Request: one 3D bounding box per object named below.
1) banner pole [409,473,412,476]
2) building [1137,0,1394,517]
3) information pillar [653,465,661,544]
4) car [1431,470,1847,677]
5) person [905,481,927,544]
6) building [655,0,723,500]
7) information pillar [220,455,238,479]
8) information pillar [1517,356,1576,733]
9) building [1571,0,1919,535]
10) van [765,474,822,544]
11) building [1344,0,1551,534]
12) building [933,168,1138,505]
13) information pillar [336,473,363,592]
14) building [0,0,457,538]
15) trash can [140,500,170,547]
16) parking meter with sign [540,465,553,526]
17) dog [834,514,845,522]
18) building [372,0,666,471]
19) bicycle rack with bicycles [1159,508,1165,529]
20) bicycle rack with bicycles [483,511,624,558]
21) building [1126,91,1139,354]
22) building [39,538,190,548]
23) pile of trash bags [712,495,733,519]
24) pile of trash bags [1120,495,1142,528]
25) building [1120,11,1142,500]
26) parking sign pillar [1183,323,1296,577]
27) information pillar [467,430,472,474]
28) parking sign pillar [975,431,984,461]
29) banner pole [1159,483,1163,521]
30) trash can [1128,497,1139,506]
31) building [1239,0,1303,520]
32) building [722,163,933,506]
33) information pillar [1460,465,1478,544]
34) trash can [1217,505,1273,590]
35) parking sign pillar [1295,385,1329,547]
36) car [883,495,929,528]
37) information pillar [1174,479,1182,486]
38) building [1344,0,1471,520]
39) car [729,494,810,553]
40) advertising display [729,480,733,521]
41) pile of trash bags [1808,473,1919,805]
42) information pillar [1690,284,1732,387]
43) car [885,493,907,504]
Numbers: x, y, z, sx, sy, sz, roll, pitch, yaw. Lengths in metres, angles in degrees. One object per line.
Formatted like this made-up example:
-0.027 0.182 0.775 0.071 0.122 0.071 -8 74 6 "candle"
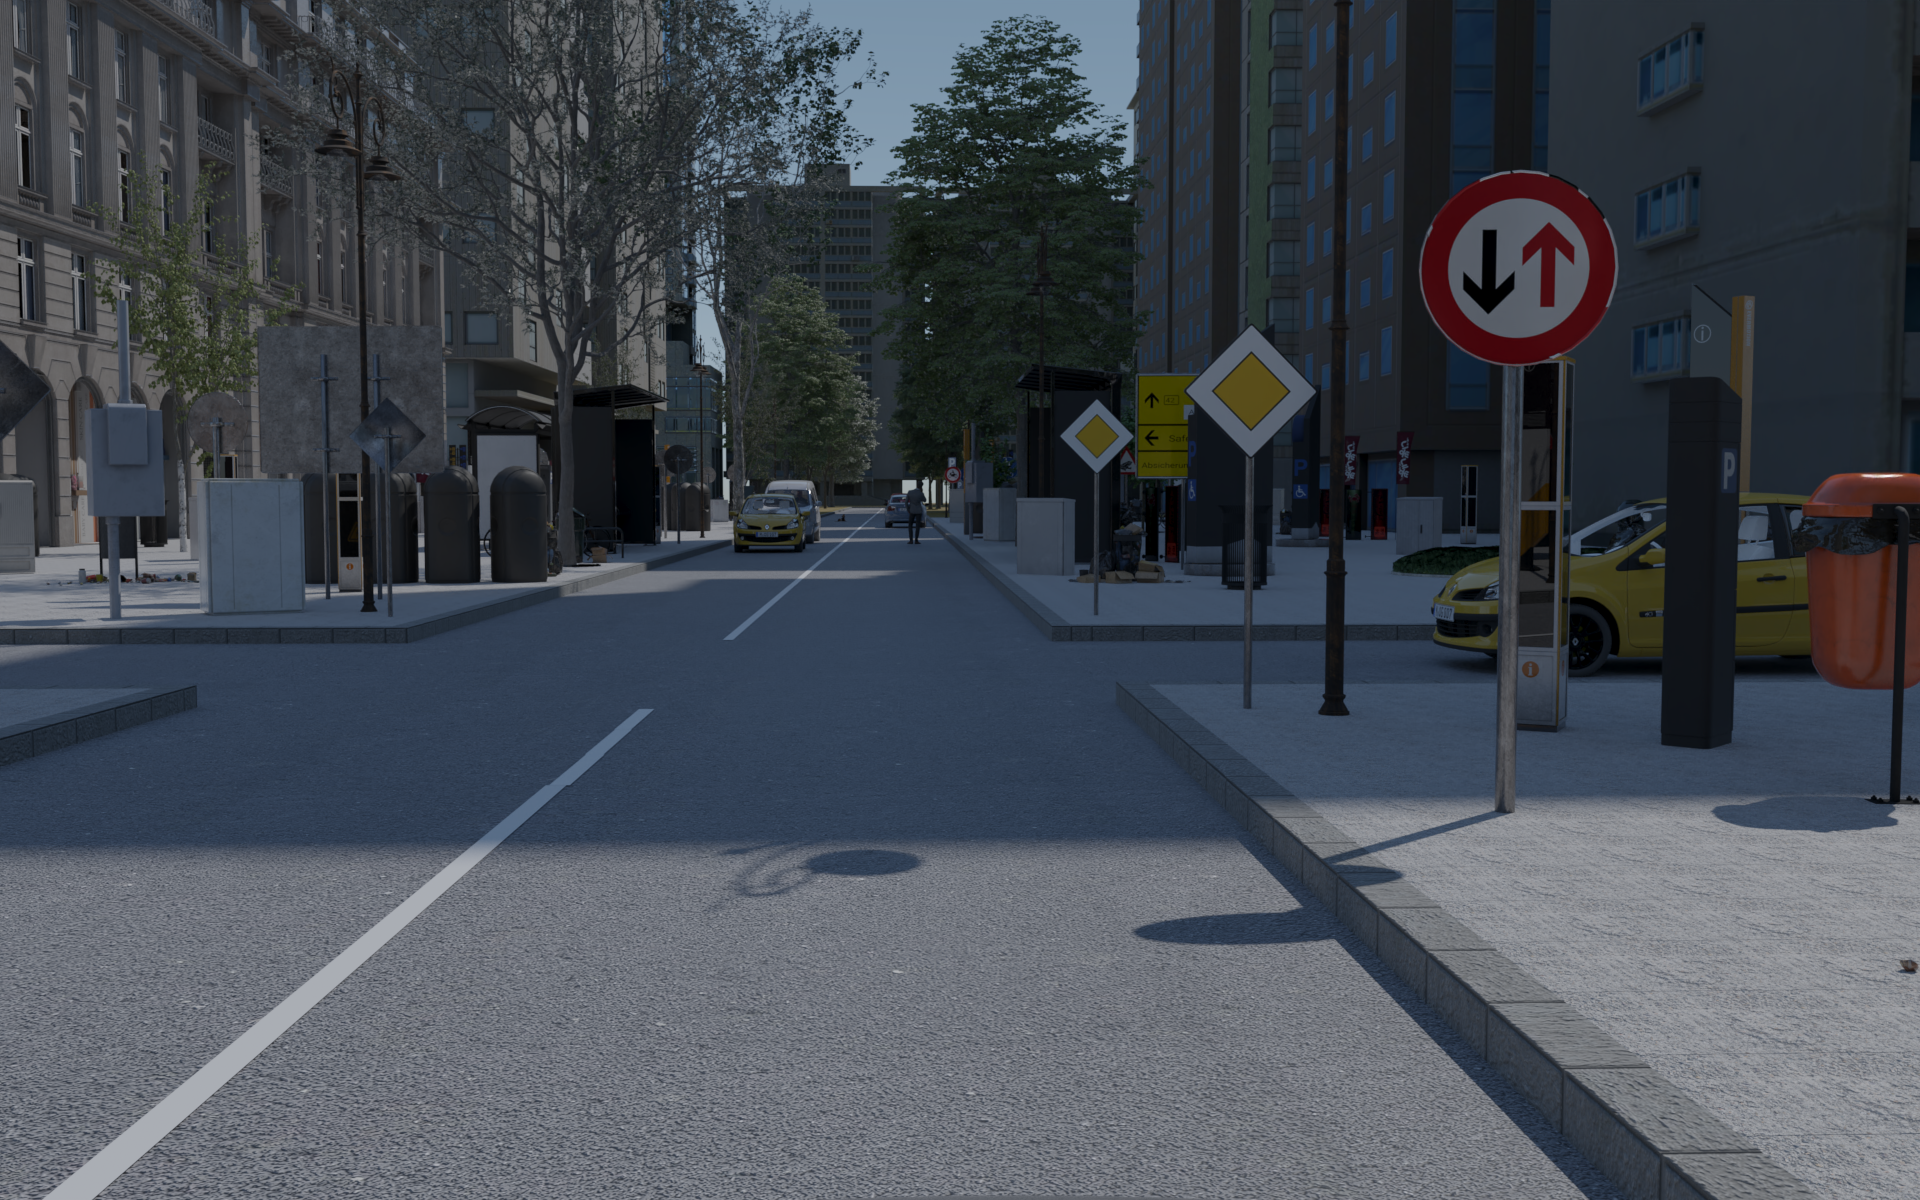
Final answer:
-14.303 -3.315 44.215 0.401 3.779 0.863 2 4 33 "banner pole"
19.957 -28.598 117.690 14.600 45.320 14.200 0 4 -2 "building"
-7.890 -2.444 44.452 0.304 2.012 0.304 1 4 22 "information pillar"
5.957 -0.252 14.339 3.980 1.641 2.015 0 4 -2 "car"
-1.277 -2.507 49.673 0.592 1.802 0.473 1 4 20 "person"
-43.350 -54.142 197.894 31.000 86.520 22.319 0 4 -2 "building"
-13.645 -1.702 32.317 0.304 2.012 0.304 -1 4 -12 "information pillar"
3.149 -0.302 9.436 0.304 2.012 0.304 2 4 28 "information pillar"
26.033 -25.492 40.500 21.600 48.544 21.300 0 4 -2 "building"
-5.053 -2.705 51.238 2.013 2.044 4.112 0 4 -1 "van"
20.684 -25.154 61.372 14.600 45.320 14.200 0 4 -2 "building"
8.423 -31.550 207.726 23.993 40.220 32.217 0 4 -2 "building"
-7.980 -1.112 22.679 0.304 2.012 0.304 -1 4 -11 "information pillar"
-28.727 -13.735 66.359 13.314 21.916 24.055 0 4 -2 "building"
-19.500 -1.848 41.876 0.748 1.137 0.748 0 3 0 "trash can"
-11.063 -3.008 45.436 1.738 3.016 0.543 0 4 -4 "parking meter with sign"
-6.230 -4.286 90.263 0.748 0.427 0.550 -1 4 -14 "dog"
-38.602 -33.644 139.321 27.495 52.752 28.713 0 4 -2 "building"
8.184 -3.080 63.733 2.925 0.926 2.852 2 4 23 "bicycle rack with bicycles"
-8.151 -1.322 35.003 2.925 0.926 2.852 -2 4 -28 "bicycle rack with bicycles"
35.197 -37.714 205.854 27.495 52.752 28.713 0 4 -2 "building"
-27.538 -12.268 42.376 13.314 21.916 24.055 0 4 -2 "building"
-11.991 -4.900 89.871 3.447 1.369 1.912 -3 4 -36 "pile of trash bags"
3.004 -2.144 44.811 1.912 1.369 3.447 -3 5 -40 "pile of trash bags"
22.653 -50.546 139.097 22.319 86.520 31.000 0 4 -2 "building"
4.288 -2.385 27.460 1.447 3.967 1.447 -1 4 -14 "parking sign pillar"
-14.107 -3.610 50.379 0.183 3.616 0.504 2 4 24 "information pillar"
0.981 -5.309 75.278 1.447 3.967 1.447 -1 4 -10 "parking sign pillar"
9.676 -5.704 83.277 0.401 3.779 0.863 1 4 16 "banner pole"
9.305 -4.994 93.306 0.748 1.137 0.748 0 3 0 "trash can"
20.636 -24.466 83.610 14.154 41.232 14.086 0 4 -2 "building"
-15.773 -31.461 206.262 23.993 40.220 32.217 0 4 -2 "building"
12.978 -2.426 44.162 0.304 2.012 0.304 -1 4 -13 "information pillar"
3.831 -0.713 23.315 0.748 1.137 0.748 0 3 0 "trash can"
8.448 -3.289 42.254 1.447 3.967 1.447 1 4 23 "parking sign pillar"
-2.331 -3.841 74.806 2.014 1.417 4.499 0 4 0 "car"
10.301 -5.504 81.348 0.504 3.616 0.183 1 4 21 "information pillar"
20.738 -27.730 103.502 14.600 45.320 14.200 0 4 -2 "building"
-4.775 -2.048 43.705 2.015 1.641 3.980 0 4 -3 "car"
-10.857 -4.699 82.047 0.123 1.923 0.974 -1 4 -9 "advertising display"
5.310 0.150 7.301 3.447 1.369 1.912 0 4 4 "pile of trash bags"
8.321 -1.706 19.251 0.183 3.616 0.504 -3 4 -38 "information pillar"
-3.454 -5.792 103.744 2.155 1.783 4.494 0 4 -1 "car"
